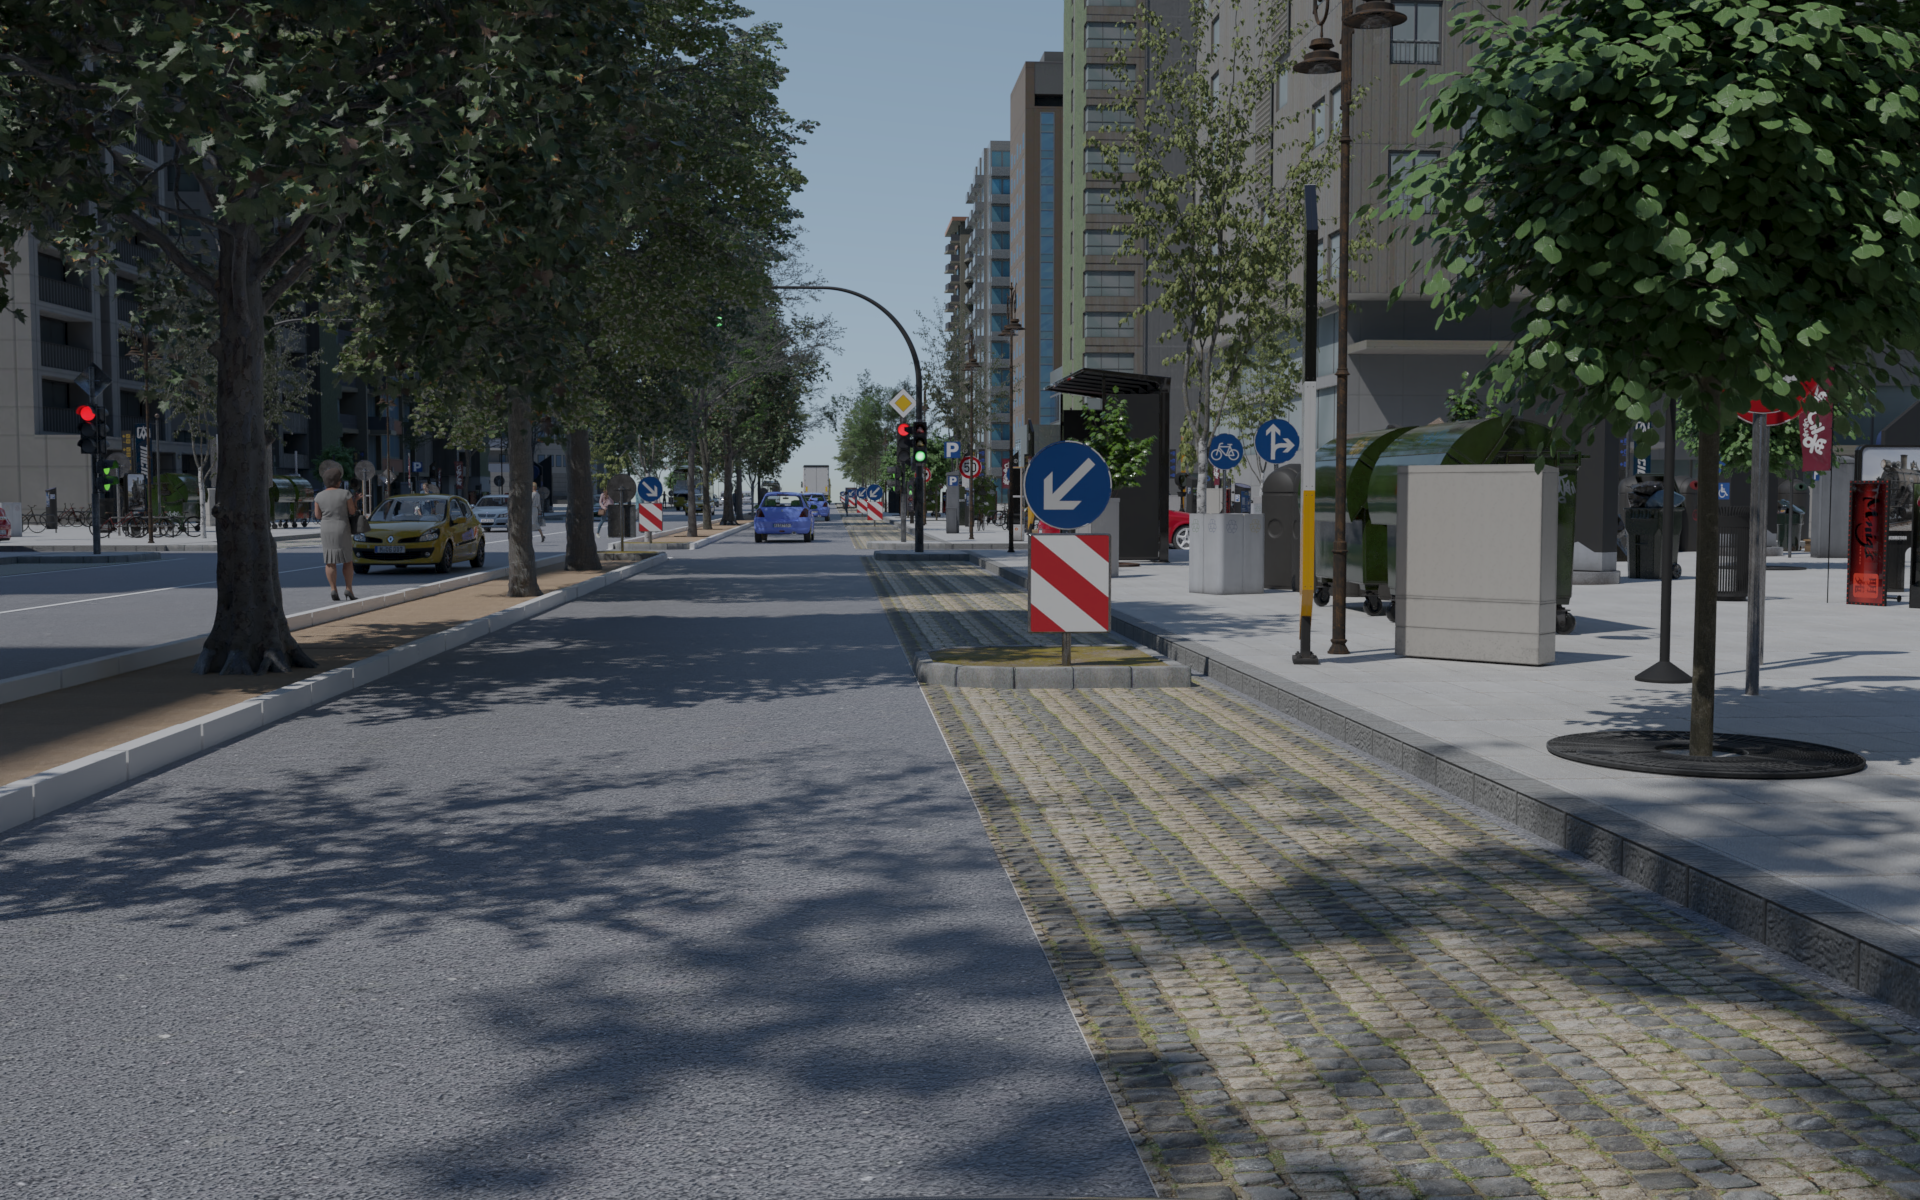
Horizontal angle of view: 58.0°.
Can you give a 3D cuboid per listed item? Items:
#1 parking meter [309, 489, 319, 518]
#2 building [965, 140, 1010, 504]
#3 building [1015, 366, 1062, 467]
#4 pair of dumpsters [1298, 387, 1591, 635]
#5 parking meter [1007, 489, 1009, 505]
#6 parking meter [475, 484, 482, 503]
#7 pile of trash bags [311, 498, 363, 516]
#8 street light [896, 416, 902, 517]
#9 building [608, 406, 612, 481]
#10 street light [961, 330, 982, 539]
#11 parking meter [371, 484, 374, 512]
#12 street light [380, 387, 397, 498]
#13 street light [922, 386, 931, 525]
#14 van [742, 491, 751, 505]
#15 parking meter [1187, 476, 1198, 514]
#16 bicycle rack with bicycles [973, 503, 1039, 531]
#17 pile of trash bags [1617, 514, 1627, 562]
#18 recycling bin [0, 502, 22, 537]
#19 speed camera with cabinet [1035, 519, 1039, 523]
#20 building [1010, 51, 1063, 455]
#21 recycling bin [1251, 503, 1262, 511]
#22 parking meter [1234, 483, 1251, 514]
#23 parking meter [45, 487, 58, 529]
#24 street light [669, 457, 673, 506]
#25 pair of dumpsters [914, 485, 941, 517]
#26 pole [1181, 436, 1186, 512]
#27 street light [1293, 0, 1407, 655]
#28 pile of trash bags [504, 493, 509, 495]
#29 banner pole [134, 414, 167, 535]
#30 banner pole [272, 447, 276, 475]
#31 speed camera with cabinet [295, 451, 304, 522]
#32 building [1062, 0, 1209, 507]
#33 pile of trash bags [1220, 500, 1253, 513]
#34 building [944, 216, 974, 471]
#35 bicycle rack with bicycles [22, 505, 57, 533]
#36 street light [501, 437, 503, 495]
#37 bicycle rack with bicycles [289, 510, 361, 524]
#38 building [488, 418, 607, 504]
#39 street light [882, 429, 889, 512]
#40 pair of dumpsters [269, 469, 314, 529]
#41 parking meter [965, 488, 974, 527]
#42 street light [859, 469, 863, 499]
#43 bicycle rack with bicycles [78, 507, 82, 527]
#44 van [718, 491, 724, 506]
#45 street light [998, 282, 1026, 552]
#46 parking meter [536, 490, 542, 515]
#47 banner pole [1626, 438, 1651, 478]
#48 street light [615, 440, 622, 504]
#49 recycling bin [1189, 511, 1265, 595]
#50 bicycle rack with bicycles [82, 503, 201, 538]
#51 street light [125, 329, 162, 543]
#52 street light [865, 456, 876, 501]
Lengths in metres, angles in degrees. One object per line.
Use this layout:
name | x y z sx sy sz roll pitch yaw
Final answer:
parking meter | -32.452 -4.820 87.222 0.372 1.533 0.369 0 3 0
building | 12.421 -37.721 236.347 23.786 49.044 30.456 0 4 -4
building | 17.670 -51.440 153.717 22.319 86.520 31.000 0 4 -4
pair of dumpsters | 4.811 -0.930 17.704 1.574 2.255 4.437 0 4 -4
parking meter | 3.054 -6.018 104.097 0.399 1.863 0.255 1 4 8
parking meter | -26.858 -5.562 96.652 0.255 1.863 0.399 0 4 4
pile of trash bags | -33.910 -5.165 94.200 1.912 1.369 3.447 2 4 29
street light | -3.311 -7.602 97.074 0.468 5.910 1.993 0 4 -4
building | -57.865 -29.282 250.465 14.160 30.474 14.107 0 4 -4
street light | 0.326 -4.654 48.886 0.468 5.910 1.993 0 4 -4
parking meter | -34.142 -5.783 100.268 0.399 1.863 0.255 3 5 43
street light | -22.713 -5.873 68.816 0.468 5.910 1.993 0 4 -4
street light | -1.472 -6.119 72.839 0.468 5.910 1.993 0 4 -4
van | -28.658 -13.800 232.637 2.013 2.044 4.112 0 4 -5
parking meter | 7.701 -3.158 57.339 0.255 1.863 0.399 -1 4 -22
bicycle rack with bicycles | 1.404 -2.864 60.211 2.852 0.926 2.925 0 4 1
pile of trash bags | 12.394 -1.505 34.366 1.912 1.369 3.447 2 4 25
recycling bin | -28.590 -2.398 51.761 0.722 1.027 0.722 1 4 19
speed camera with cabinet | 3.984 -4.994 75.982 0.660 3.252 2.038 -3 5 -40
building | 12.711 -32.239 177.225 14.600 45.320 14.200 0 4 -4
recycling bin | 8.189 -2.124 47.279 0.722 1.027 0.722 -1 4 -10
parking meter | 6.417 -1.891 39.324 0.372 1.533 0.369 0 3 0
parking meter | -33.127 -3.347 63.142 0.372 1.533 0.369 0 3 0
street light | -32.262 -13.474 193.094 0.468 5.910 1.993 0 4 -4
pair of dumpsters | -1.830 -5.824 97.722 1.574 2.255 4.437 0 4 -4
pole | 7.529 -3.945 58.337 0.158 3.312 0.155 0 3 0
street light | 3.043 -2.505 13.741 0.468 5.910 1.993 0 4 -4
pile of trash bags | -30.947 -6.362 113.775 3.447 1.369 1.912 -3 5 -45
banner pole | -25.205 -3.909 53.928 0.863 3.779 0.401 -1 4 -19
banner pole | -36.722 -6.288 92.829 0.401 3.779 0.863 -2 4 -29
speed camera with cabinet | -30.865 -5.264 80.399 0.660 3.252 2.038 -1 4 -11
building | 14.565 -27.396 131.518 14.154 41.232 14.086 0 4 -4
pile of trash bags | 11.089 -3.377 64.961 1.912 1.369 3.447 3 5 39
building | 8.989 -37.480 267.414 22.147 44.769 28.867 0 4 -4
bicycle rack with bicycles | -31.231 -2.651 56.728 2.852 0.926 2.925 2 4 29
street light | -24.702 -7.373 93.343 0.468 5.910 1.993 0 4 -4
bicycle rack with bicycles | -26.600 -3.652 73.084 2.925 0.926 2.852 3 5 44
building | -59.106 -41.972 228.241 21.231 58.520 28.212 0 4 -4
street light | -5.376 -9.280 124.515 0.468 5.910 1.993 0 4 -4
pair of dumpsters | -25.622 -3.818 64.914 1.574 2.255 4.437 0 4 -4
parking meter | 0.377 -3.636 67.860 0.372 1.533 0.369 0 3 0
street light | -11.657 -14.359 207.556 0.468 5.910 1.993 0 4 -4
bicycle rack with bicycles | -34.471 -3.326 67.764 2.925 0.926 2.852 -2 4 -32
van | -28.816 -12.635 213.595 2.013 2.044 4.112 0 4 -5
street light | 1.125 -3.984 37.933 0.468 5.910 1.993 0 4 -4
parking meter | -25.256 -5.835 103.808 0.372 1.533 0.369 0 3 0
banner pole | 19.308 -3.638 49.490 0.863 3.779 0.401 1 4 21
street light | -28.533 -10.532 144.991 0.468 5.910 1.993 0 4 -4
recycling bin | 3.446 -0.602 22.394 0.722 1.027 0.722 -2 4 -27
bicycle rack with bicycles | -23.889 -2.319 51.297 2.925 0.926 2.852 -1 4 -10
street light | -21.112 -4.419 45.031 0.468 5.910 1.993 0 4 -4
street light | -8.935 -12.217 172.538 0.468 5.910 1.993 0 4 -4
